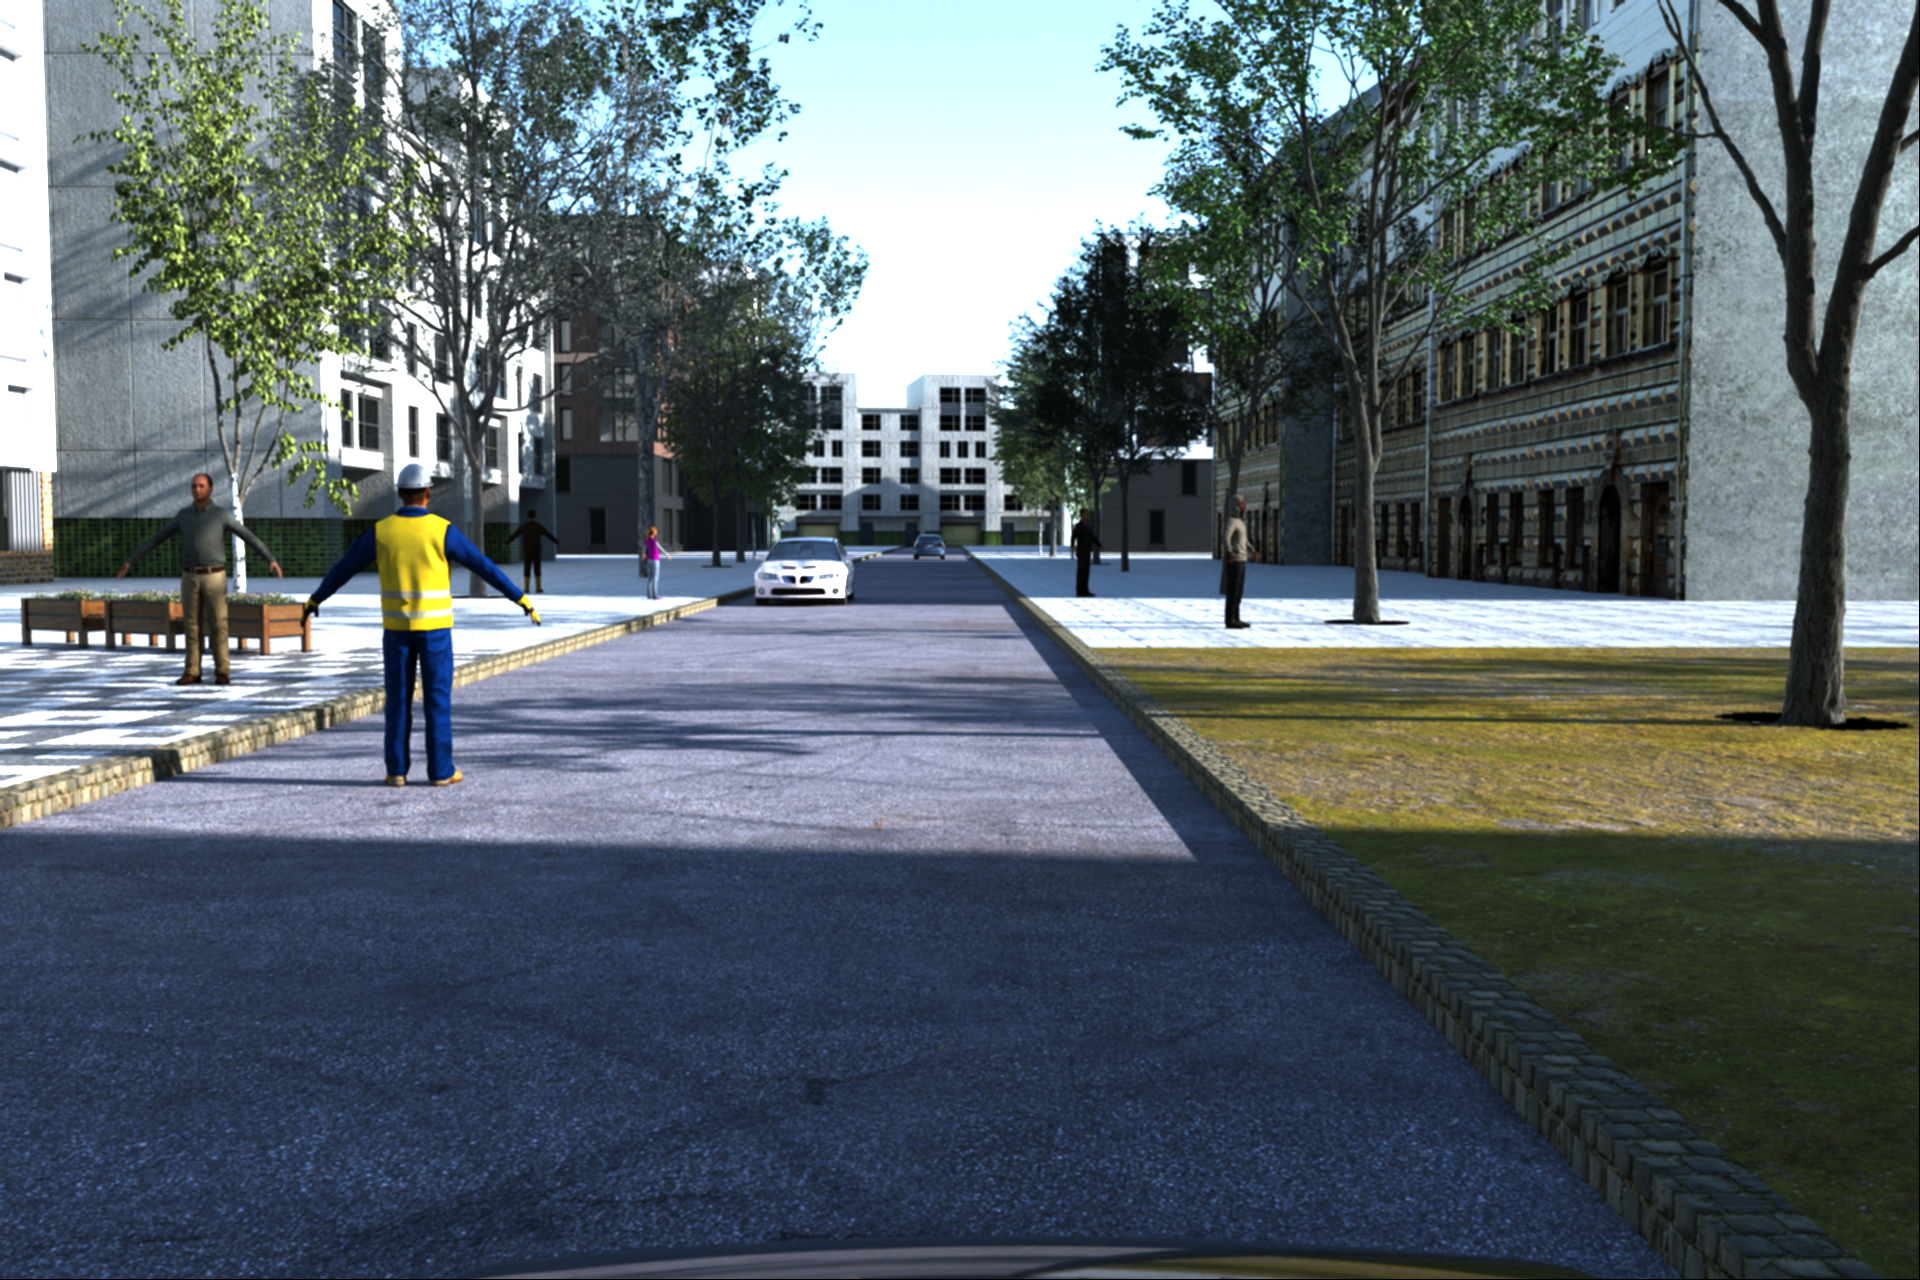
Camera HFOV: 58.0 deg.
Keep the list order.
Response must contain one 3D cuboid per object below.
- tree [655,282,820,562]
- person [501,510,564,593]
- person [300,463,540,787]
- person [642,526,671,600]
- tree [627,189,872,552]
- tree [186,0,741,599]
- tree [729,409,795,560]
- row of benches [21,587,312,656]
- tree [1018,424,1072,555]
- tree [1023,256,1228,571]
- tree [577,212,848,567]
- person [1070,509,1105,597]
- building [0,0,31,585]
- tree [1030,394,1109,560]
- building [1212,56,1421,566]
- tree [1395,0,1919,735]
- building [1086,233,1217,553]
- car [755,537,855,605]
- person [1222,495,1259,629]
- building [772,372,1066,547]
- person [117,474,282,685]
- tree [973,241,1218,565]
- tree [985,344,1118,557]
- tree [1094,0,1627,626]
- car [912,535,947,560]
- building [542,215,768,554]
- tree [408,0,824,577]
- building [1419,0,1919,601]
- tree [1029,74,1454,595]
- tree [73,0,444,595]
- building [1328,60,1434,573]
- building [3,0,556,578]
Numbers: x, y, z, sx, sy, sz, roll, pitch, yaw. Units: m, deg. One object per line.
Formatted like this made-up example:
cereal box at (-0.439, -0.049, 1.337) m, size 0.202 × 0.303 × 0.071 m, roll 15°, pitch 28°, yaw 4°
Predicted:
tree at (-10.388, -9.805, 78.437) m, size 7.486 × 12.596 × 7.792 m, roll 0°, pitch 3°, yaw 0°
person at (-9.356, -1.942, 37.886) m, size 1.346 × 1.812 × 0.704 m, roll 0°, pitch 4°, yaw -7°
person at (-3.098, -0.090, 9.902) m, size 1.349 × 1.833 × 0.705 m, roll 0°, pitch 4°, yaw -5°
person at (-5.965, -1.510, 33.948) m, size 0.599 × 1.433 × 0.991 m, roll -3°, pitch 5°, yaw -42°
tree at (-11.642, -14.705, 96.312) m, size 12.611 × 20.169 × 13.585 m, roll 0°, pitch 3°, yaw 0°
tree at (-9.609, -7.567, 34.093) m, size 12.009 × 13.543 × 11.850 m, roll 0°, pitch 3°, yaw 0°
tree at (-10.263, -8.351, 86.897) m, size 4.737 × 8.622 × 4.395 m, roll 0°, pitch 3°, yaw 0°
row of benches at (-8.840, -0.234, 19.295) m, size 4.104 × 0.672 × 1.422 m, roll 2°, pitch 4°, yaw 27°
tree at (4.724, -9.459, 105.009) m, size 4.360 × 8.622 × 3.978 m, roll 0°, pitch 3°, yaw 0°
tree at (5.386, -7.623, 59.048) m, size 7.601 × 10.594 × 8.767 m, roll -3°, pitch 4°, yaw -36°
tree at (-9.404, -9.560, 66.671) m, size 12.009 × 13.543 × 11.850 m, roll 0°, pitch 3°, yaw 0°
person at (2.559, -1.788, 35.465) m, size 0.704 × 1.802 × 1.346 m, roll 2°, pitch 4°, yaw 32°
building at (-28.789, -10.765, 32.429) m, size 16.016 × 20.090 × 11.380 m, roll 0°, pitch 4°, yaw -1°
tree at (5.577, -8.226, 84.854) m, size 4.360 × 8.622 × 3.978 m, roll 0°, pitch 3°, yaw 0°
building at (22.211, -15.154, 78.701) m, size 19.493 × 23.208 × 18.063 m, roll 0°, pitch 4°, yaw 0°
tree at (5.693, -5.225, 11.185) m, size 9.928 × 11.665 × 9.643 m, roll 0°, pitch 3°, yaw 0°
building at (23.492, -17.751, 134.199) m, size 27.936 × 21.610 × 32.646 m, roll 0°, pitch 4°, yaw 0°
car at (-3.222, -1.477, 36.505) m, size 2.083 × 1.381 × 4.827 m, roll 0°, pitch 4°, yaw 0°
person at (3.784, -1.068, 23.596) m, size 0.705 × 1.813 × 1.348 m, roll 2°, pitch 4°, yaw 25°
building at (-5.161, -20.087, 197.338) m, size 31.486 × 18.905 × 16.747 m, roll -1°, pitch 4°, yaw -9°
person at (-6.462, -0.521, 14.787) m, size 1.348 × 1.796 × 0.705 m, roll 0°, pitch 4°, yaw -6°
tree at (5.750, -9.896, 72.164) m, size 12.009 × 13.543 × 11.850 m, roll 0°, pitch 3°, yaw 0°
tree at (4.837, -10.936, 96.933) m, size 7.486 × 12.596 × 7.792 m, roll 0°, pitch 3°, yaw 0°
tree at (5.763, -6.041, 24.528) m, size 9.928 × 11.665 × 9.643 m, roll 0°, pitch 3°, yaw 0°
car at (-1.726, -5.268, 98.138) m, size 2.014 × 1.417 × 4.499 m, roll 0°, pitch 4°, yaw 0°
building at (-30.029, -17.340, 127.486) m, size 27.936 × 21.610 × 32.646 m, roll 0°, pitch 4°, yaw 1°
tree at (-10.388, -11.852, 49.666) m, size 12.611 × 20.169 × 13.585 m, roll 0°, pitch 3°, yaw 0°
building at (23.035, -12.879, 41.498) m, size 19.493 × 23.208 × 18.063 m, roll 0°, pitch 3°, yaw 0°
tree at (5.618, -6.222, 36.143) m, size 8.767 × 10.594 × 7.601 m, roll 0°, pitch 4°, yaw 2°
tree at (-9.008, -4.371, 21.832) m, size 4.737 × 8.622 × 4.395 m, roll 0°, pitch 3°, yaw 0°
building at (24.335, -14.022, 60.183) m, size 19.493 × 23.208 × 18.063 m, roll 0°, pitch 4°, yaw 0°
building at (-27.300, -12.198, 65.903) m, size 16.747 × 18.905 × 31.486 m, roll 0°, pitch 4°, yaw -1°
